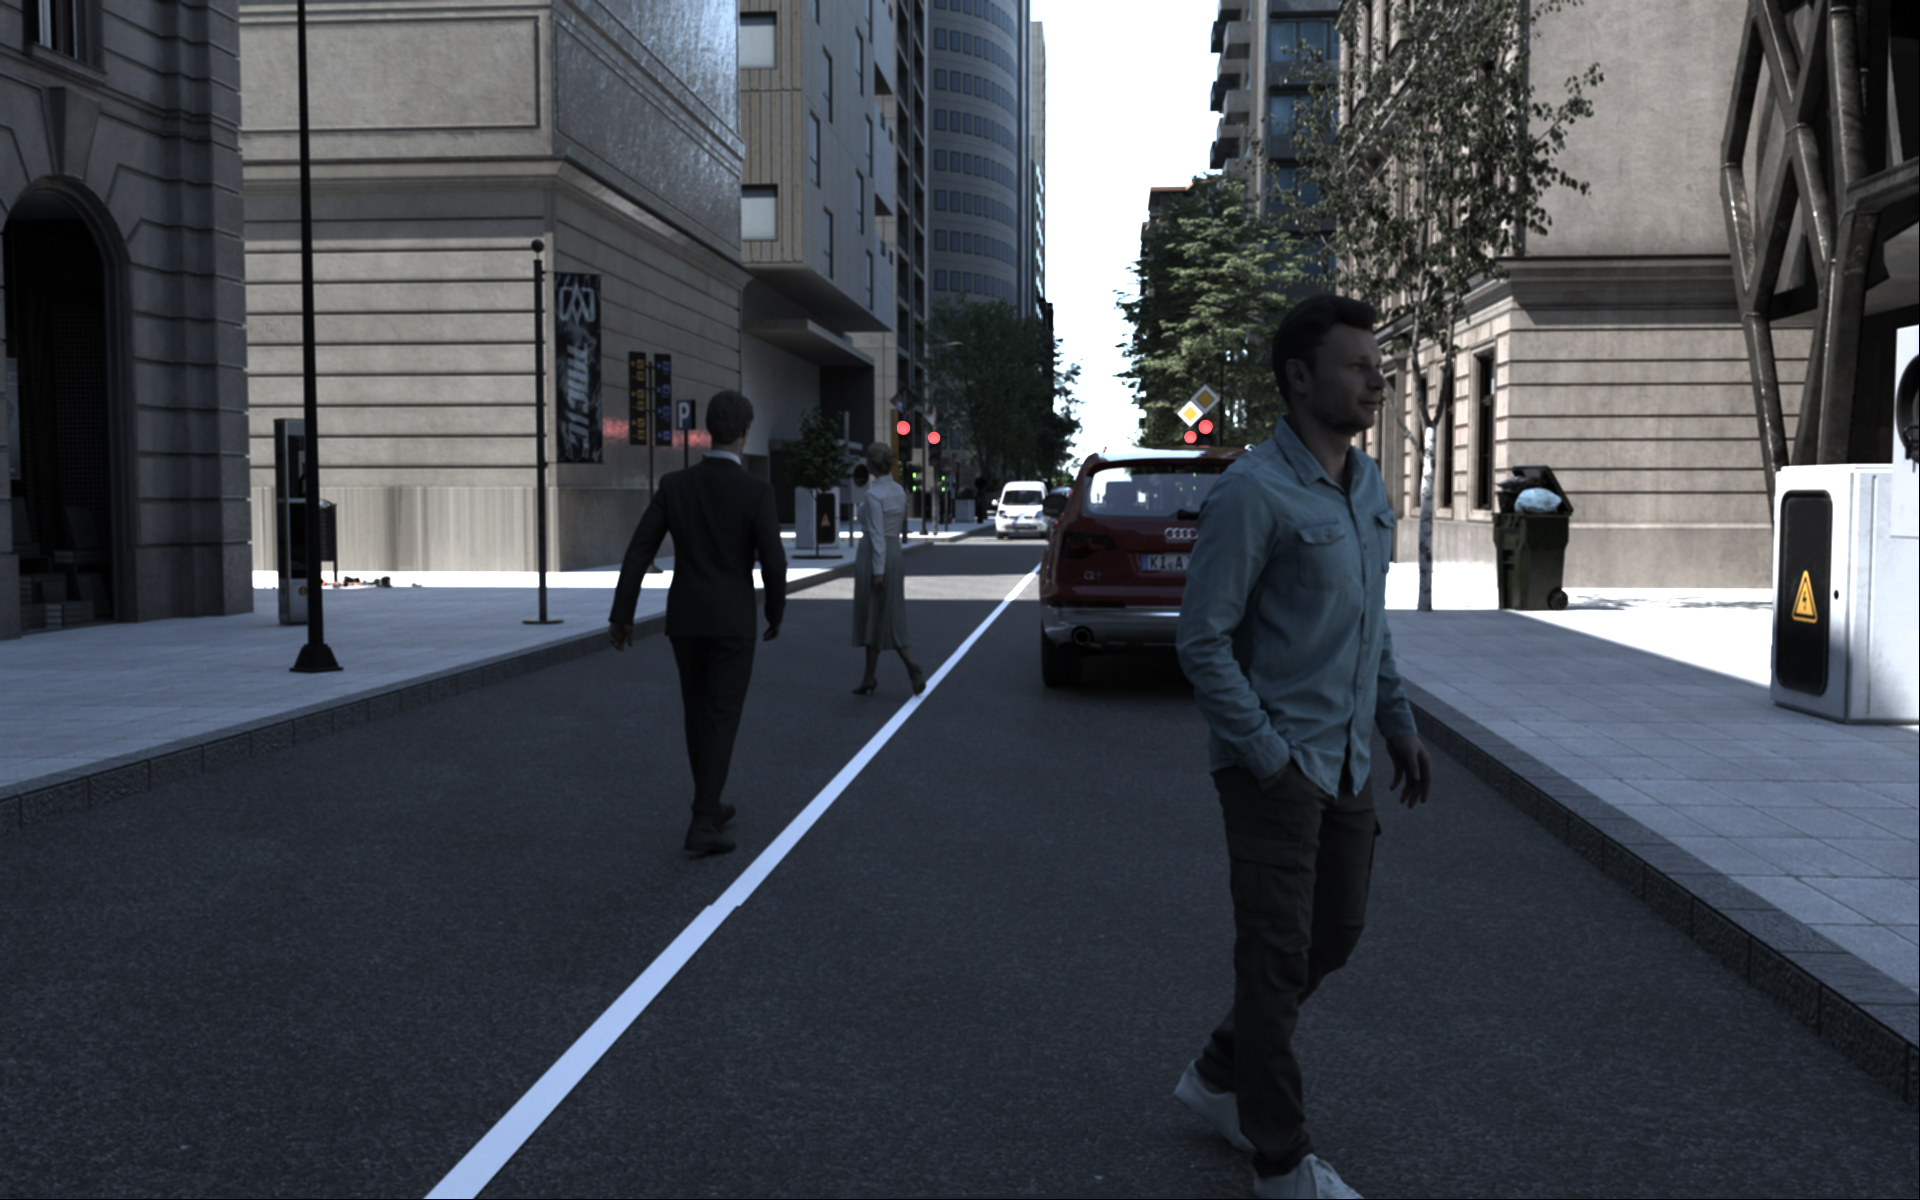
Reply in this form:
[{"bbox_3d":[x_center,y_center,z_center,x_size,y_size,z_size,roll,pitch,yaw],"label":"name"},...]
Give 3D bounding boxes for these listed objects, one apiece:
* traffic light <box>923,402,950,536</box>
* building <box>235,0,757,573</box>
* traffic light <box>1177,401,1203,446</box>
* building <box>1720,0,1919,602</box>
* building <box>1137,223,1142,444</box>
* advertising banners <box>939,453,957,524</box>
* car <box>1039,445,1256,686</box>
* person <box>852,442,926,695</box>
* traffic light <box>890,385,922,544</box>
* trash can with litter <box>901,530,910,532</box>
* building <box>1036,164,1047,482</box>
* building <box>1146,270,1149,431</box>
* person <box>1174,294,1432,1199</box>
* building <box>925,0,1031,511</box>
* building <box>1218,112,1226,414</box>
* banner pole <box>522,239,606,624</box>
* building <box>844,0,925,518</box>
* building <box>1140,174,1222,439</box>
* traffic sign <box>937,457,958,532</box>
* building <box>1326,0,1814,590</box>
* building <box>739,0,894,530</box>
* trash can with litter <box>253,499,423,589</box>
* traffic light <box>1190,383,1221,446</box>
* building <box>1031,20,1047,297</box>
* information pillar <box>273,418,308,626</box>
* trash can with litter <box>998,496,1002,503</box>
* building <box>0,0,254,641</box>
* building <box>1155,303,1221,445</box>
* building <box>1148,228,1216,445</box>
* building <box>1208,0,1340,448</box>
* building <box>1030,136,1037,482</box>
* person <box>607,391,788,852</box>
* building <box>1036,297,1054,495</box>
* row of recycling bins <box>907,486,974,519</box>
[{"bbox_3d":[-0.740,-3.905,52.760,0.839,4.253,0.868,0,4,5],"label":"traffic light"},{"bbox_3d":[-20.098,-12.396,35.960,30.059,22.955,16.112,0,4,5],"label":"building"},{"bbox_3d":[6.895,-3.866,52.130,0.839,4.253,0.868,0,4,5],"label":"traffic light"},{"bbox_3d":[15.598,-8.920,13.287,16.820,18.784,16.811,0,4,5],"label":"building"},{"bbox_3d":[38.962,-37.645,270.111,22.147,44.769,28.867,0,4,5],"label":"building"},{"bbox_3d":[-0.502,-4.754,73.911,0.090,3.025,2.074,1,4,21],"label":"advertising banners"},{"bbox_3d":[1.781,-0.348,14.363,2.281,1.827,5.304,0,4,6],"label":"car"},{"bbox_3d":[-0.506,-0.218,12.291,0.641,1.798,0.478,3,5,43],"label":"person"},{"bbox_3d":[-1.415,-3.418,44.803,0.839,4.253,0.868,0,4,5],"label":"traffic light"},{"bbox_3d":[-2.519,-2.948,59.258,1.678,1.210,2.233,1,4,21],"label":"trash can with litter"},{"bbox_3d":[-0.593,-37.265,228.885,23.786,49.044,30.456,0,4,5],"label":"building"},{"bbox_3d":[30.709,-27.408,219.814,14.160,30.474,14.107,0,4,5],"label":"building"},{"bbox_3d":[0.664,0.302,3.581,0.620,1.820,0.660,3,5,39],"label":"person"},{"bbox_3d":[-4.140,-38.458,170.791,21.231,58.520,28.212,0,4,5],"label":"building"},{"bbox_3d":[34.286,-27.558,142.450,32.217,40.220,23.993,0,4,5],"label":"building"},{"bbox_3d":[-3.947,-1.665,17.240,0.863,3.779,0.401,-2,4,-28],"label":"banner pole"},{"bbox_3d":[-10.513,-40.611,102.241,20.563,71.187,20.611,0,4,5],"label":"building"},{"bbox_3d":[36.982,-35.849,240.759,22.147,44.769,28.867,0,4,5],"label":"building"},{"bbox_3d":[-0.466,-3.614,59.203,0.768,2.556,0.104,1,4,10],"label":"traffic sign"},{"bbox_3d":[12.762,-10.212,31.595,10.561,19.102,19.286,0,4,5],"label":"building"},{"bbox_3d":[-17.258,-29.291,68.148,28.713,52.752,27.495,0,4,5],"label":"building"},{"bbox_3d":[-8.612,-0.795,24.048,2.233,1.210,1.678,1,4,12],"label":"trash can with litter"},{"bbox_3d":[6.220,-3.379,44.174,0.839,4.253,0.868,0,4,5],"label":"traffic light"},{"bbox_3d":[5.135,-50.755,268.098,20.563,71.187,20.611,0,4,5],"label":"building"},{"bbox_3d":[-6.501,-0.763,16.975,0.304,2.012,0.304,-3,5,-39],"label":"information pillar"},{"bbox_3d":[3.380,-7.130,127.955,1.055,1.170,0.624,-1,4,-14],"label":"trash can with litter"},{"bbox_3d":[-14.488,-10.114,7.164,13.314,21.916,24.055,0,4,5],"label":"building"},{"bbox_3d":[33.537,-19.918,170.703,27.650,21.520,28.899,0,4,5],"label":"building"},{"bbox_3d":[28.525,-25.730,192.393,14.160,30.474,14.107,0,4,5],"label":"building"},{"bbox_3d":[25.535,-29.156,96.311,23.786,49.044,30.456,0,4,5],"label":"building"},{"bbox_3d":[1.186,-31.130,192.562,14.154,41.232,14.086,0,4,5],"label":"building"},{"bbox_3d":[-0.995,0.072,7.093,0.659,1.850,0.755,1,4,15],"label":"person"},{"bbox_3d":[6.405,-29.326,251.180,14.160,30.474,14.107,0,4,5],"label":"building"},{"bbox_3d":[-1.033,-5.152,91.354,3.534,1.692,1.069,0,4,-6],"label":"row of recycling bins"}]
